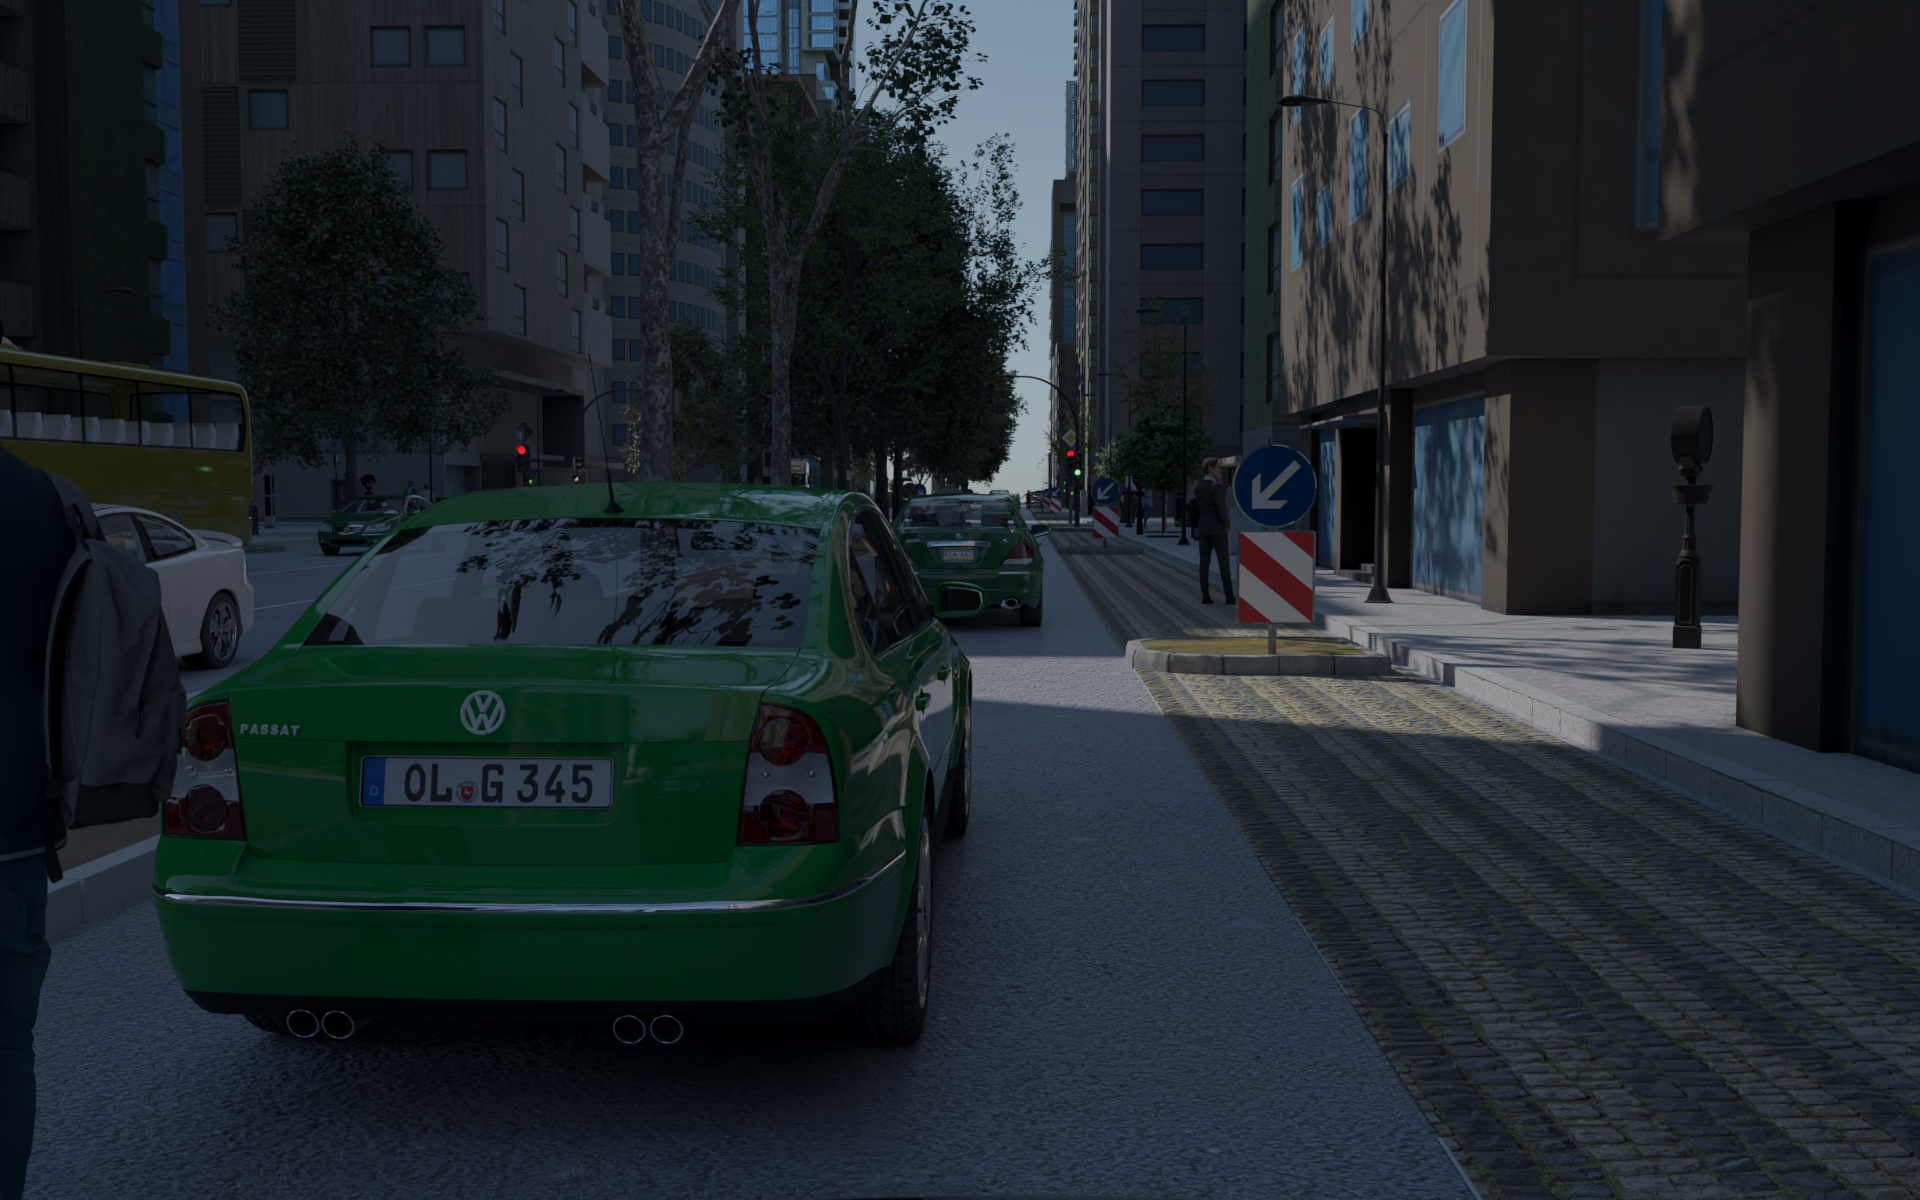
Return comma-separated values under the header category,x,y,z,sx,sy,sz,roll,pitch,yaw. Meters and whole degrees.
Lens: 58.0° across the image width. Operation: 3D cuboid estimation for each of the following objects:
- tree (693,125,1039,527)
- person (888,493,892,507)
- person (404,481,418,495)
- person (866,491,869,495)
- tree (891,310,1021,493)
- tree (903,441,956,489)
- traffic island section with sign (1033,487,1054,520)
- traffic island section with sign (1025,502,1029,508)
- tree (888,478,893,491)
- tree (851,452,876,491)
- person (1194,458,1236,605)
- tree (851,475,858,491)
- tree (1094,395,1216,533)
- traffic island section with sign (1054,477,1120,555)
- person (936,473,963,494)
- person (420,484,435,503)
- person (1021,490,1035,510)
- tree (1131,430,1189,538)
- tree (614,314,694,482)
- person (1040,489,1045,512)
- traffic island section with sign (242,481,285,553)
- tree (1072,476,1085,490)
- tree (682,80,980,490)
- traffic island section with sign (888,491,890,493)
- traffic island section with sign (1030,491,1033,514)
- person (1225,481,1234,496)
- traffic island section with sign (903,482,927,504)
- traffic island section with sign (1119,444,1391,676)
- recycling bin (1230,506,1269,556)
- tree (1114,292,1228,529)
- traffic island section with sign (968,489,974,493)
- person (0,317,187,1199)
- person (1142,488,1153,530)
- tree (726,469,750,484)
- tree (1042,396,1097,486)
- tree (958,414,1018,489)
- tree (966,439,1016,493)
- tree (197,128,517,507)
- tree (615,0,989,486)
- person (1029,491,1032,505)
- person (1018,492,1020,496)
category,x,y,z,sx,sy,sz,roll,pitch,yaw
tree,-2.413,-8.176,53.145,9.611,12.733,9.660,0,3,0
person,-5.855,-8.040,140.444,0.782,1.767,0.515,-1,4,-16
person,-21.499,-3.753,67.586,0.721,1.800,0.419,0,4,7
person,-9.467,-10.153,175.025,0.721,1.766,1.217,0,4,-2
tree,-1.006,-11.757,101.335,9.857,13.997,8.962,0,3,0
tree,-1.830,-7.846,81.100,4.360,8.622,3.978,0,3,0
traffic island section with sign,5.182,-5.355,96.184,1.989,1.847,2.006,0,4,2
traffic island section with sign,7.835,-10.135,174.333,1.989,1.847,2.006,0,4,2
tree,-11.513,-19.956,309.999,4.285,4.588,4.351,0,3,0
tree,-13.492,-18.897,227.086,7.486,12.596,7.792,0,3,0
person,3.331,-0.893,22.456,0.474,1.900,0.648,-3,4,-37
tree,-14.615,-14.386,218.919,4.285,4.588,4.351,0,3,0
tree,6.837,-4.525,57.704,4.285,4.588,4.351,0,3,0
traffic island section with sign,3.335,-2.009,41.476,1.989,1.847,2.006,0,4,2
person,-0.147,-1.410,31.660,0.635,1.810,0.391,1,4,10
person,-22.324,-3.928,72.573,0.661,1.843,0.795,-3,4,-38
person,6.296,-9.277,160.111,1.348,1.831,0.705,0,4,1
tree,6.123,-3.474,51.399,1.663,3.219,1.824,0,3,0
tree,-17.467,-11.840,110.594,9.611,12.733,9.660,0,3,0
person,6.490,-7.796,136.192,0.478,1.798,0.641,0,4,5
traffic island section with sign,-17.767,-2.073,42.517,1.989,1.847,2.006,0,4,2
tree,10.196,-9.660,152.546,1.663,3.219,1.824,0,3,0
tree,-3.012,-7.042,43.341,9.928,11.665,9.643,0,3,0
traffic island section with sign,-10.503,-15.193,257.028,1.989,1.847,2.006,0,4,2
traffic island section with sign,6.137,-7.079,124.370,1.989,1.847,2.006,0,4,2
person,10.249,-3.634,65.735,0.850,1.792,0.678,1,4,13
traffic island section with sign,-1.719,-4.054,74.411,2.006,1.907,1.989,0,4,2
traffic island section with sign,2.420,-0.361,14.536,1.989,1.847,2.006,0,4,2
recycling bin,6.095,-1.456,36.352,0.722,1.027,0.722,1,4,22
tree,7.489,-6.867,62.637,4.737,8.622,4.395,0,3,0
traffic island section with sign,0.811,-8.647,149.508,2.006,1.907,1.989,0,4,2
person,-1.645,0.369,2.822,0.721,1.781,0.623,0,4,7
person,6.638,-3.386,61.675,0.793,1.790,0.793,-1,4,-9
tree,-17.283,-8.497,133.526,1.663,3.219,1.824,0,3,0
tree,8.481,-10.980,129.886,4.737,8.622,4.395,0,3,0
tree,-0.211,-11.269,121.115,8.767,10.594,7.601,0,4,2
tree,0.612,-13.376,139.287,7.486,12.596,7.792,0,3,0
tree,-19.336,-8.428,54.810,9.611,12.733,9.660,0,3,0
tree,-2.221,-10.603,31.700,12.611,20.169,13.585,0,3,0
person,8.366,-12.300,209.477,0.599,1.838,0.709,2,4,30
person,8.309,-14.844,251.995,0.742,1.727,0.445,-1,4,-19
